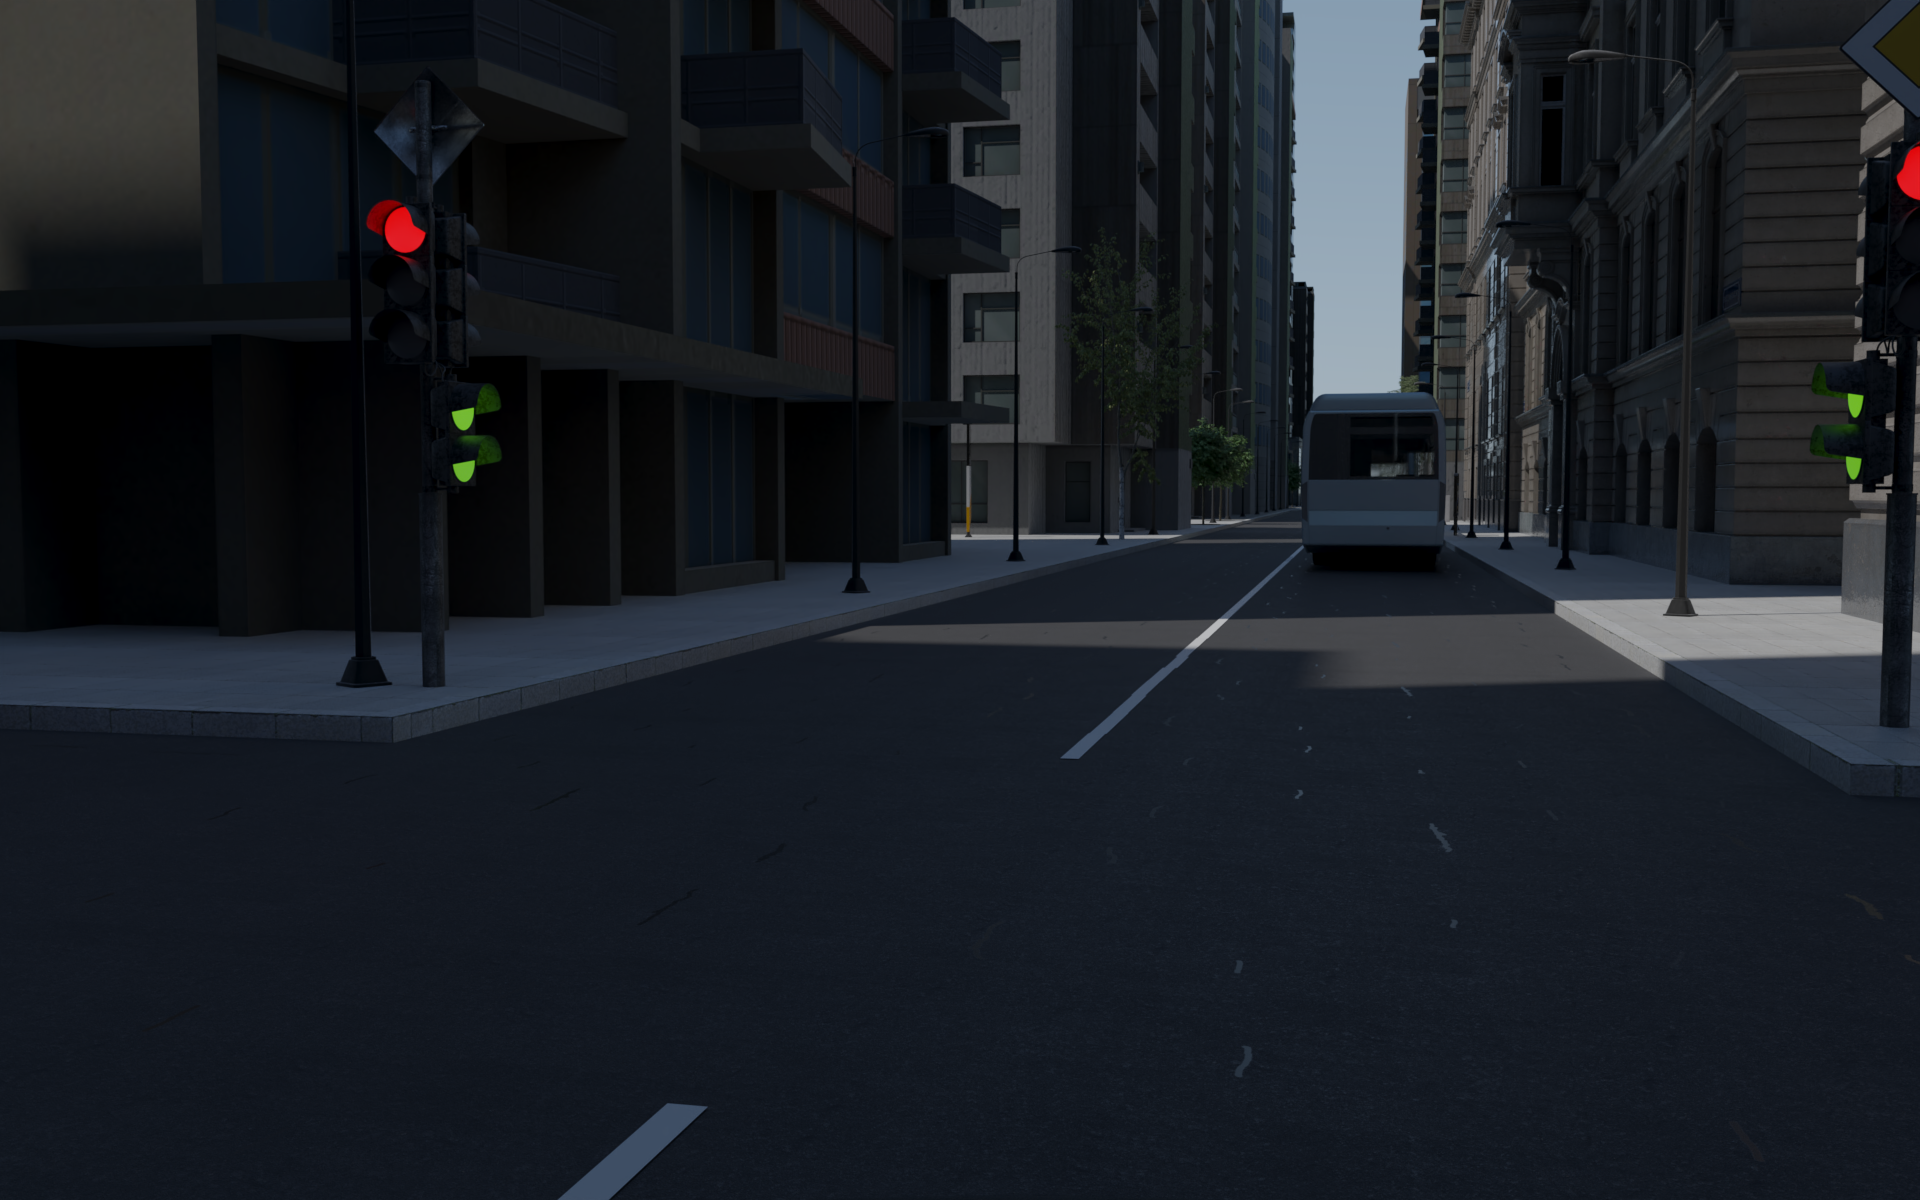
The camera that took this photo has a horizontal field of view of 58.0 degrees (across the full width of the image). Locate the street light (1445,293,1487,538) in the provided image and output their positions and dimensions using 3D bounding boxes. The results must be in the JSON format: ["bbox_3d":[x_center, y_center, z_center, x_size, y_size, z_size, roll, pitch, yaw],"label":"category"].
[{"bbox_3d":[12.091,-4.124,39.965,1.470,5.913,1.316,1,4,13],"label":"street light"}]

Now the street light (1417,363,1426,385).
[{"bbox_3d":[16.992,-5.424,61.229,1.470,5.913,1.316,1,4,13],"label":"street light"}]

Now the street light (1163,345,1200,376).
[{"bbox_3d":[6.621,-4.999,54.269,1.470,5.913,1.316,1,4,13],"label":"street light"}]

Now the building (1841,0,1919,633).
[{"bbox_3d":[17.387,-11.149,11.164,19.941,23.489,11.050,1,4,13],"label":"building"}]

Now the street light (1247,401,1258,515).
[{"bbox_3d":[13.923,-6.958,86.296,1.470,5.913,1.316,1,4,13],"label":"street light"}]

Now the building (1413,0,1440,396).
[{"bbox_3d":[48.231,-29.656,139.498,22.147,44.769,28.867,1,4,13],"label":"building"}]

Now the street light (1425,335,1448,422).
[{"bbox_3d":[14.441,-4.776,50.629,1.470,5.913,1.316,1,4,13],"label":"street light"}]

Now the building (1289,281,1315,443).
[{"bbox_3d":[40.315,-28.240,233.426,14.160,30.474,14.107,1,4,13],"label":"building"}]

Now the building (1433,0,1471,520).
[{"bbox_3d":[31.916,-19.463,89.923,14.160,30.474,14.107,1,4,13],"label":"building"}]

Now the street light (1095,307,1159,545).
[{"bbox_3d":[4.099,-4.324,43.246,1.470,5.913,1.316,1,4,13],"label":"street light"}]

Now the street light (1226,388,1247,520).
[{"bbox_3d":[11.713,-6.345,76.277,1.470,5.913,1.316,1,4,13],"label":"street light"}]

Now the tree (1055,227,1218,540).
[{"bbox_3d":[4.775,-5.998,48.434,4.737,8.622,4.395,0,3,0],"label":"tree"}]

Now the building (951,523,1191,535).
[{"bbox_3d":[0.394,-17.621,59.809,14.160,30.474,14.107,1,4,13],"label":"building"}]

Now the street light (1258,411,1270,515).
[{"bbox_3d":[16.488,-7.642,97.487,1.470,5.913,1.316,1,4,13],"label":"street light"}]

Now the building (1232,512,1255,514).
[{"bbox_3d":[11.100,-25.965,108.119,14.154,41.232,14.086,1,4,13],"label":"building"}]

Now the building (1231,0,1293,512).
[{"bbox_3d":[21.038,-28.475,149.159,14.154,41.232,14.086,1,4,13],"label":"building"}]

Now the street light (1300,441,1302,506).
[{"bbox_3d":[29.229,-10.962,151.772,1.470,5.913,1.316,1,4,13],"label":"street light"}]

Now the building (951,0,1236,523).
[{"bbox_3d":[7.217,-19.679,93.446,14.160,30.474,14.107,1,4,13],"label":"building"}]

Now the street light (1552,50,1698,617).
[{"bbox_3d":[7.065,-2.792,18.194,1.470,5.913,1.316,1,4,13],"label":"street light"}]

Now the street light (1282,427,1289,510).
[{"bbox_3d":[21.769,-9.003,119.735,1.470,5.913,1.316,1,4,13],"label":"street light"}]

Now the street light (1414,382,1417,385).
[{"bbox_3d":[19.487,-6.067,71.739,1.470,5.913,1.316,1,4,13],"label":"street light"}]

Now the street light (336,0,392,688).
[{"bbox_3d":[-3.473,-2.372,11.316,1.470,5.913,1.316,1,4,13],"label":"street light"}]

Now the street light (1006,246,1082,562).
[{"bbox_3d":[1.591,-3.682,32.739,1.470,5.913,1.316,1,4,13],"label":"street light"}]

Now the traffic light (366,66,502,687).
[{"bbox_3d":[-3.494,-1.377,11.431,0.839,4.253,0.868,1,4,13],"label":"traffic light"}]

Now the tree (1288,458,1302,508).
[{"bbox_3d":[30.389,-10.771,159.821,4.285,4.588,4.351,0,3,0],"label":"tree"}]

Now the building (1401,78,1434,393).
[{"bbox_3d":[53.748,-32.533,182.018,14.600,45.320,14.200,1,4,13],"label":"building"}]

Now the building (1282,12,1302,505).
[{"bbox_3d":[30.864,-54.921,210.634,22.319,86.520,31.000,1,4,13],"label":"building"}]

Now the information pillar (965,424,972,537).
[{"bbox_3d":[0.262,-3.674,51.424,0.183,3.616,0.504,0,4,6],"label":"information pillar"}]

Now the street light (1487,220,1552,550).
[{"bbox_3d":[9.773,-3.478,29.414,1.470,5.913,1.316,1,4,13],"label":"street light"}]

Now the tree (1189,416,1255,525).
[{"bbox_3d":[10.113,-5.428,72.454,4.285,4.588,4.351,0,3,0],"label":"tree"}]

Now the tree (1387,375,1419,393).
[{"bbox_3d":[42.500,-15.122,165.367,7.486,12.596,7.792,0,3,0],"label":"tree"}]

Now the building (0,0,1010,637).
[{"bbox_3d":[-11.427,-22.899,29.032,22.147,44.769,28.867,1,4,13],"label":"building"}]

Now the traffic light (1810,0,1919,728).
[{"bbox_3d":[5.144,-1.256,9.455,0.839,4.253,0.868,1,4,13],"label":"traffic light"}]

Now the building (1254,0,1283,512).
[{"bbox_3d":[12.614,-35.897,128.908,21.231,58.520,28.212,1,4,13],"label":"building"}]

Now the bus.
[{"bbox_3d":[9.123,-2.635,37.938,2.948,3.499,13.247,1,4,14],"label":"bus"}]

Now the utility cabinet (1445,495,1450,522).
[{"bbox_3d":[22.218,-4.160,79.178,0.306,1.237,1.020,1,4,12],"label":"utility cabinet"}]

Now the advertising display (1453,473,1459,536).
[{"bbox_3d":[15.397,-2.969,53.750,0.123,1.923,0.974,1,4,18],"label":"advertising display"}]

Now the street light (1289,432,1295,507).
[{"bbox_3d":[24.200,-9.646,130.260,1.470,5.913,1.316,1,4,13],"label":"street light"}]

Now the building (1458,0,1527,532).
[{"bbox_3d":[26.533,-16.562,68.054,12.463,27.353,25.104,1,4,13],"label":"building"}]

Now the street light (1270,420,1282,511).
[{"bbox_3d":[19.170,-8.307,108.353,1.470,5.913,1.316,1,4,13],"label":"street light"}]

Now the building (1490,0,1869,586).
[{"bbox_3d":[19.720,-13.454,39.061,14.460,24.649,34.723,1,4,13],"label":"building"}]

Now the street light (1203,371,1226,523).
[{"bbox_3d":[9.154,-5.696,65.666,1.470,5.913,1.316,1,4,13],"label":"street light"}]

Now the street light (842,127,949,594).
[{"bbox_3d":[-0.825,-3.038,22.210,1.470,5.913,1.316,1,4,13],"label":"street light"}]

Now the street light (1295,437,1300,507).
[{"bbox_3d":[26.721,-10.320,141.265,1.470,5.913,1.316,1,4,13],"label":"street light"}]

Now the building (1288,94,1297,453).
[{"bbox_3d":[23.729,-32.274,182.303,22.147,44.769,28.867,1,4,13],"label":"building"}]
